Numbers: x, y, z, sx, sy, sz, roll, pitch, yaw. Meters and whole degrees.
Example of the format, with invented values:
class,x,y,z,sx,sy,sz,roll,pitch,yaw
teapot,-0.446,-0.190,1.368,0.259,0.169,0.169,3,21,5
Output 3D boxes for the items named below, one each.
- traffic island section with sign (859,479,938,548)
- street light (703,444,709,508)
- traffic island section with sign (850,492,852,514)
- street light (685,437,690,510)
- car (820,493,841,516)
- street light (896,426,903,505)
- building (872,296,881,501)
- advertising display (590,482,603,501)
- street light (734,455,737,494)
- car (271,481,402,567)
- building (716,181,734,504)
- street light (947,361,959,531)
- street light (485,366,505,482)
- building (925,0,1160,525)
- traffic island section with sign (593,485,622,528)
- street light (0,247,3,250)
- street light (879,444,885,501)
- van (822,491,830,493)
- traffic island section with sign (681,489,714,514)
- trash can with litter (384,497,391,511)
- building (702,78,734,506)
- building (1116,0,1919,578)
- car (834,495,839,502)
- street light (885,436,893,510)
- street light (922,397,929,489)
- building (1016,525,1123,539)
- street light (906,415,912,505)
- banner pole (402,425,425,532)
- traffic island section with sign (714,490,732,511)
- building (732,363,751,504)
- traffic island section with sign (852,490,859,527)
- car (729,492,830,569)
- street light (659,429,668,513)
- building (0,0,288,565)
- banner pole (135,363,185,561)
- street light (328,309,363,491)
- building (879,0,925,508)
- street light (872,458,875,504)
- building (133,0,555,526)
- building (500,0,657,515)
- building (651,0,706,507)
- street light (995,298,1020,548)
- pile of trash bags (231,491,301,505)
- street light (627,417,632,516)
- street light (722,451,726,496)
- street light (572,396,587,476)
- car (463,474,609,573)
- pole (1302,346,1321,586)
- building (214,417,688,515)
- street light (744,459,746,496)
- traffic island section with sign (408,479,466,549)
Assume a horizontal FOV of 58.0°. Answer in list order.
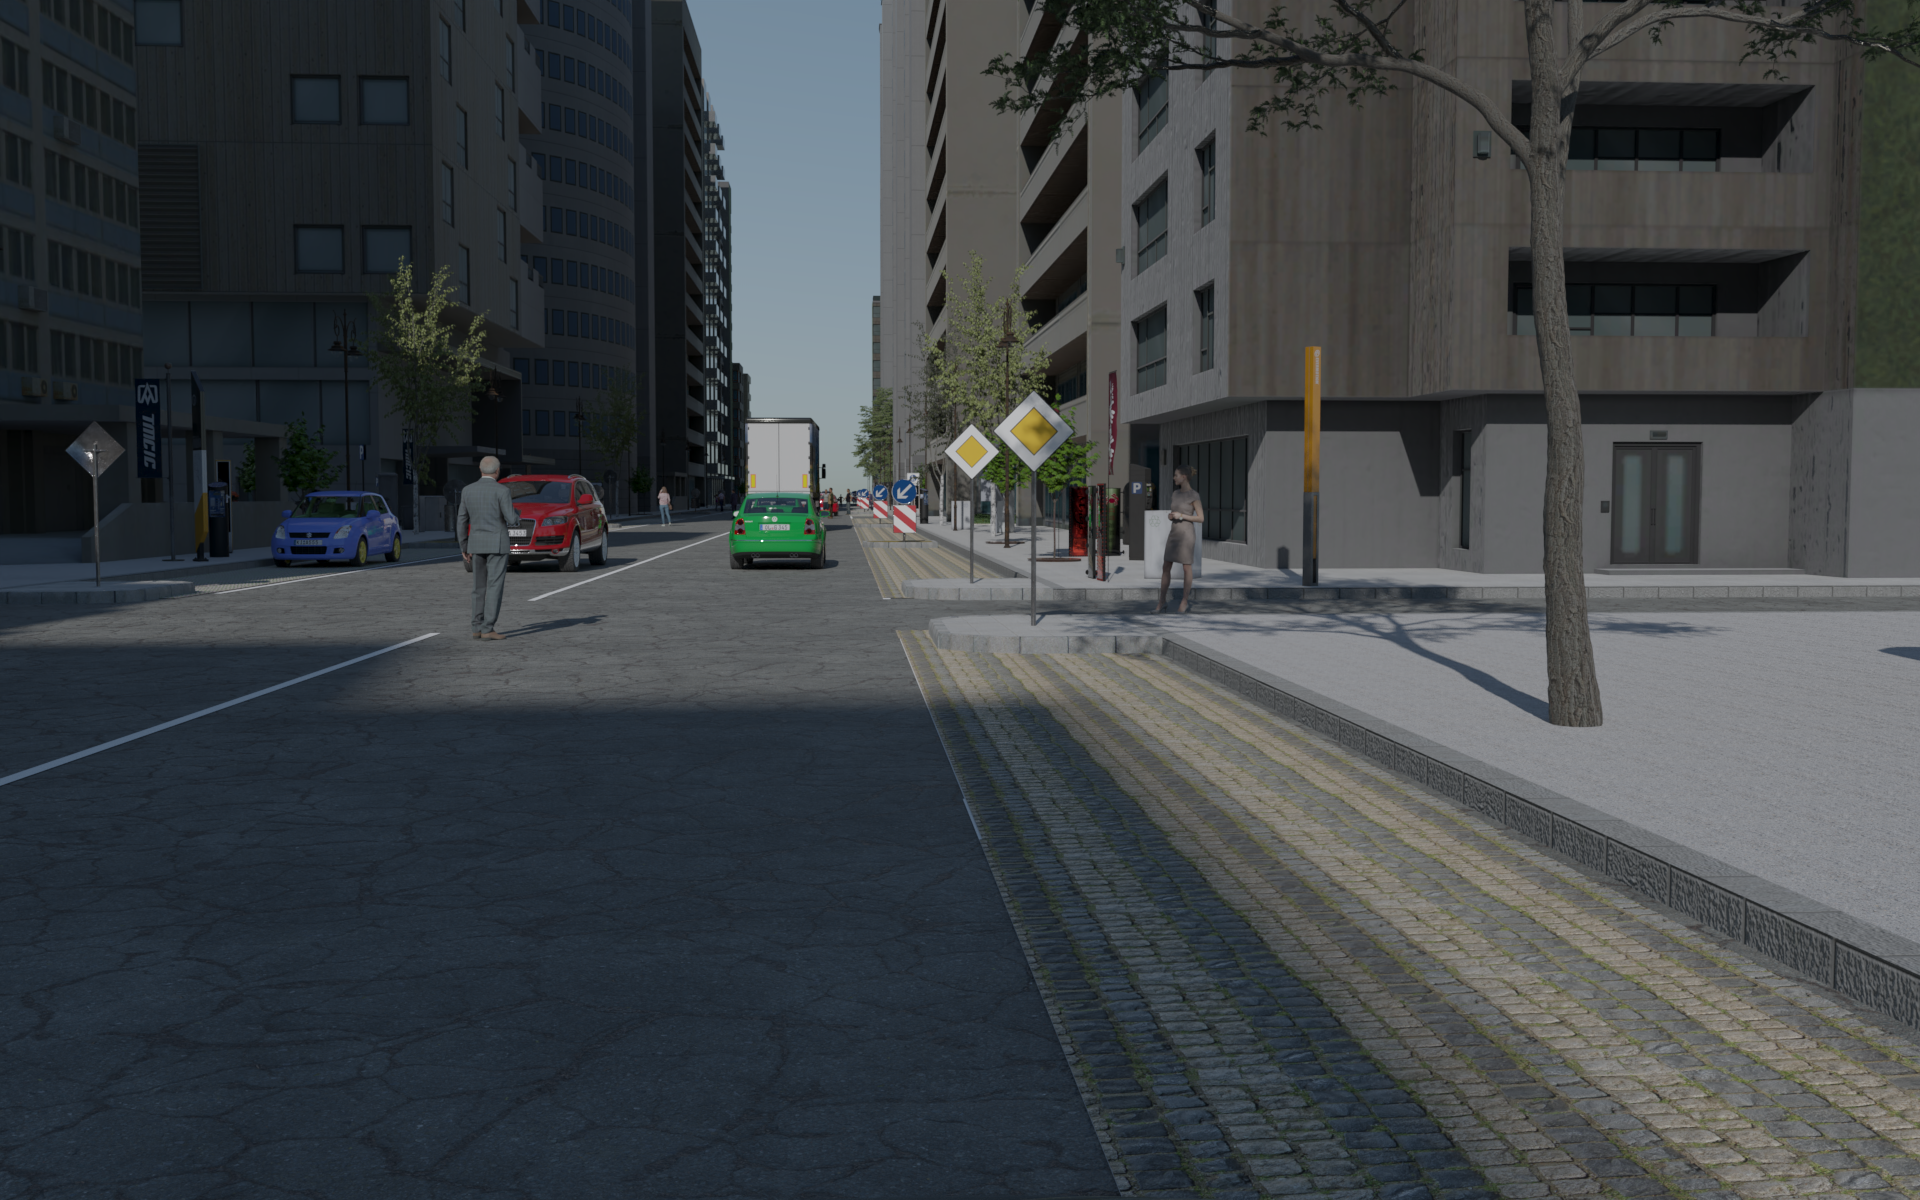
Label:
class,x,y,z,sx,sy,sz,roll,pitch,yaw
traffic island section with sign,-1.633,-2.329,46.702,1.989,1.847,2.006,0,4,-4
street light,-23.304,-11.411,159.365,0.468,5.910,1.993,0,4,-4
traffic island section with sign,-6.974,-7.082,124.410,1.989,1.847,2.006,0,4,-4
street light,-21.886,-10.186,139.324,0.468,5.910,1.993,0,4,-4
car,-8.833,-6.334,112.607,2.155,1.783,4.494,0,4,-6
street light,-4.111,-8.892,118.165,0.468,5.910,1.993,0,4,-4
building,-5.778,-29.370,251.894,14.160,30.474,14.107,0,4,-4
advertising display,-19.438,-5.313,92.073,0.974,1.923,0.123,-3,5,-42
street light,-26.273,-14.072,202.859,0.468,5.910,1.993,0,4,-4
car,-12.562,-1.552,34.959,1.945,1.707,3.694,0,4,-2
building,-36.361,-32.797,219.821,14.154,41.232,14.086,0,4,-4
street light,-0.162,-5.349,60.252,0.468,5.910,1.993,0,4,-4
street light,-16.719,-5.487,62.505,0.468,5.910,1.993,0,4,-4
building,9.328,-28.472,89.224,21.300,48.544,21.600,0,4,-4
traffic island section with sign,-15.353,-3.944,73.105,1.989,1.847,2.006,0,4,-4
street light,-13.957,-3.149,24.279,0.468,5.910,1.993,0,4,-4
street light,-6.793,-11.240,156.565,0.468,5.910,1.993,0,4,-4
van,-17.714,-13.632,229.894,2.013,2.044,4.112,0,4,-4
traffic island section with sign,-18.788,-7.013,123.289,1.989,1.847,2.006,0,4,-4
trash can with litter,-30.711,-5.001,93.151,1.055,1.170,0.624,0,4,8
building,-38.307,-35.311,196.940,23.786,49.044,30.456,0,4,-4
building,10.968,-15.941,32.340,14.107,30.474,14.160,0,4,-4
car,-11.433,-8.460,150.321,2.014,1.417,4.499,0,4,-4
street light,-5.511,-10.060,137.276,0.468,5.910,1.993,0,4,-4
street light,-1.575,-6.567,80.164,0.468,5.910,1.993,0,4,-4
building,13.610,-26.617,58.883,21.300,48.544,21.600,0,4,-4
street light,-2.877,-7.749,99.483,0.468,5.910,1.993,0,4,-4
banner pole,-18.373,-4.164,58.096,0.863,3.779,0.401,2,4,24
traffic island section with sign,-20.642,-8.658,150.180,1.989,1.847,2.006,0,4,-4
building,-43.739,-24.244,241.421,27.650,21.520,28.899,0,4,-4
traffic island section with sign,-3.550,-4.028,74.490,1.989,1.847,2.006,0,4,-4
car,-3.562,-1.561,34.324,1.959,1.807,4.718,0,4,-3
street light,-20.579,-9.016,120.206,0.468,5.910,1.993,0,4,-4
building,-32.665,-21.092,36.741,32.217,40.220,23.993,0,4,-4
banner pole,-15.301,-2.632,33.053,0.863,3.779,0.401,0,4,-3
street light,-15.351,-4.318,43.391,0.468,5.910,1.993,0,4,-4
building,1.014,-40.642,206.487,21.231,58.520,28.212,0,4,-4
street light,-9.840,-13.909,200.204,0.468,5.910,1.993,0,4,-4
building,-33.573,-29.692,74.697,28.713,52.752,27.495,0,4,-4
building,-31.887,-34.821,111.315,21.231,58.520,28.212,0,4,-4
building,-35.387,-32.851,160.820,21.300,48.544,21.600,0,4,-4
street light,1.120,-4.172,41.007,0.468,5.910,1.993,0,4,-4
pile of trash bags,-23.604,-3.041,59.473,3.447,1.369,1.912,-3,5,-42
street light,-19.240,-7.822,100.679,0.468,5.910,1.993,0,4,-4
street light,-24.934,-12.877,183.325,0.468,5.910,1.993,0,4,-4
street light,-17.932,-6.665,81.763,0.468,5.910,1.993,0,4,-4
car,-8.094,-1.510,33.358,2.281,1.827,5.304,0,4,-2
pole,4.889,-1.849,24.071,0.158,3.312,0.155,0,3,0
building,-38.534,-27.257,137.534,32.217,40.220,23.993,0,4,-4
street light,-27.572,-15.261,222.296,0.468,5.910,1.993,0,4,-4
traffic island section with sign,-13.510,-2.299,46.213,1.989,1.847,2.006,0,4,-4
